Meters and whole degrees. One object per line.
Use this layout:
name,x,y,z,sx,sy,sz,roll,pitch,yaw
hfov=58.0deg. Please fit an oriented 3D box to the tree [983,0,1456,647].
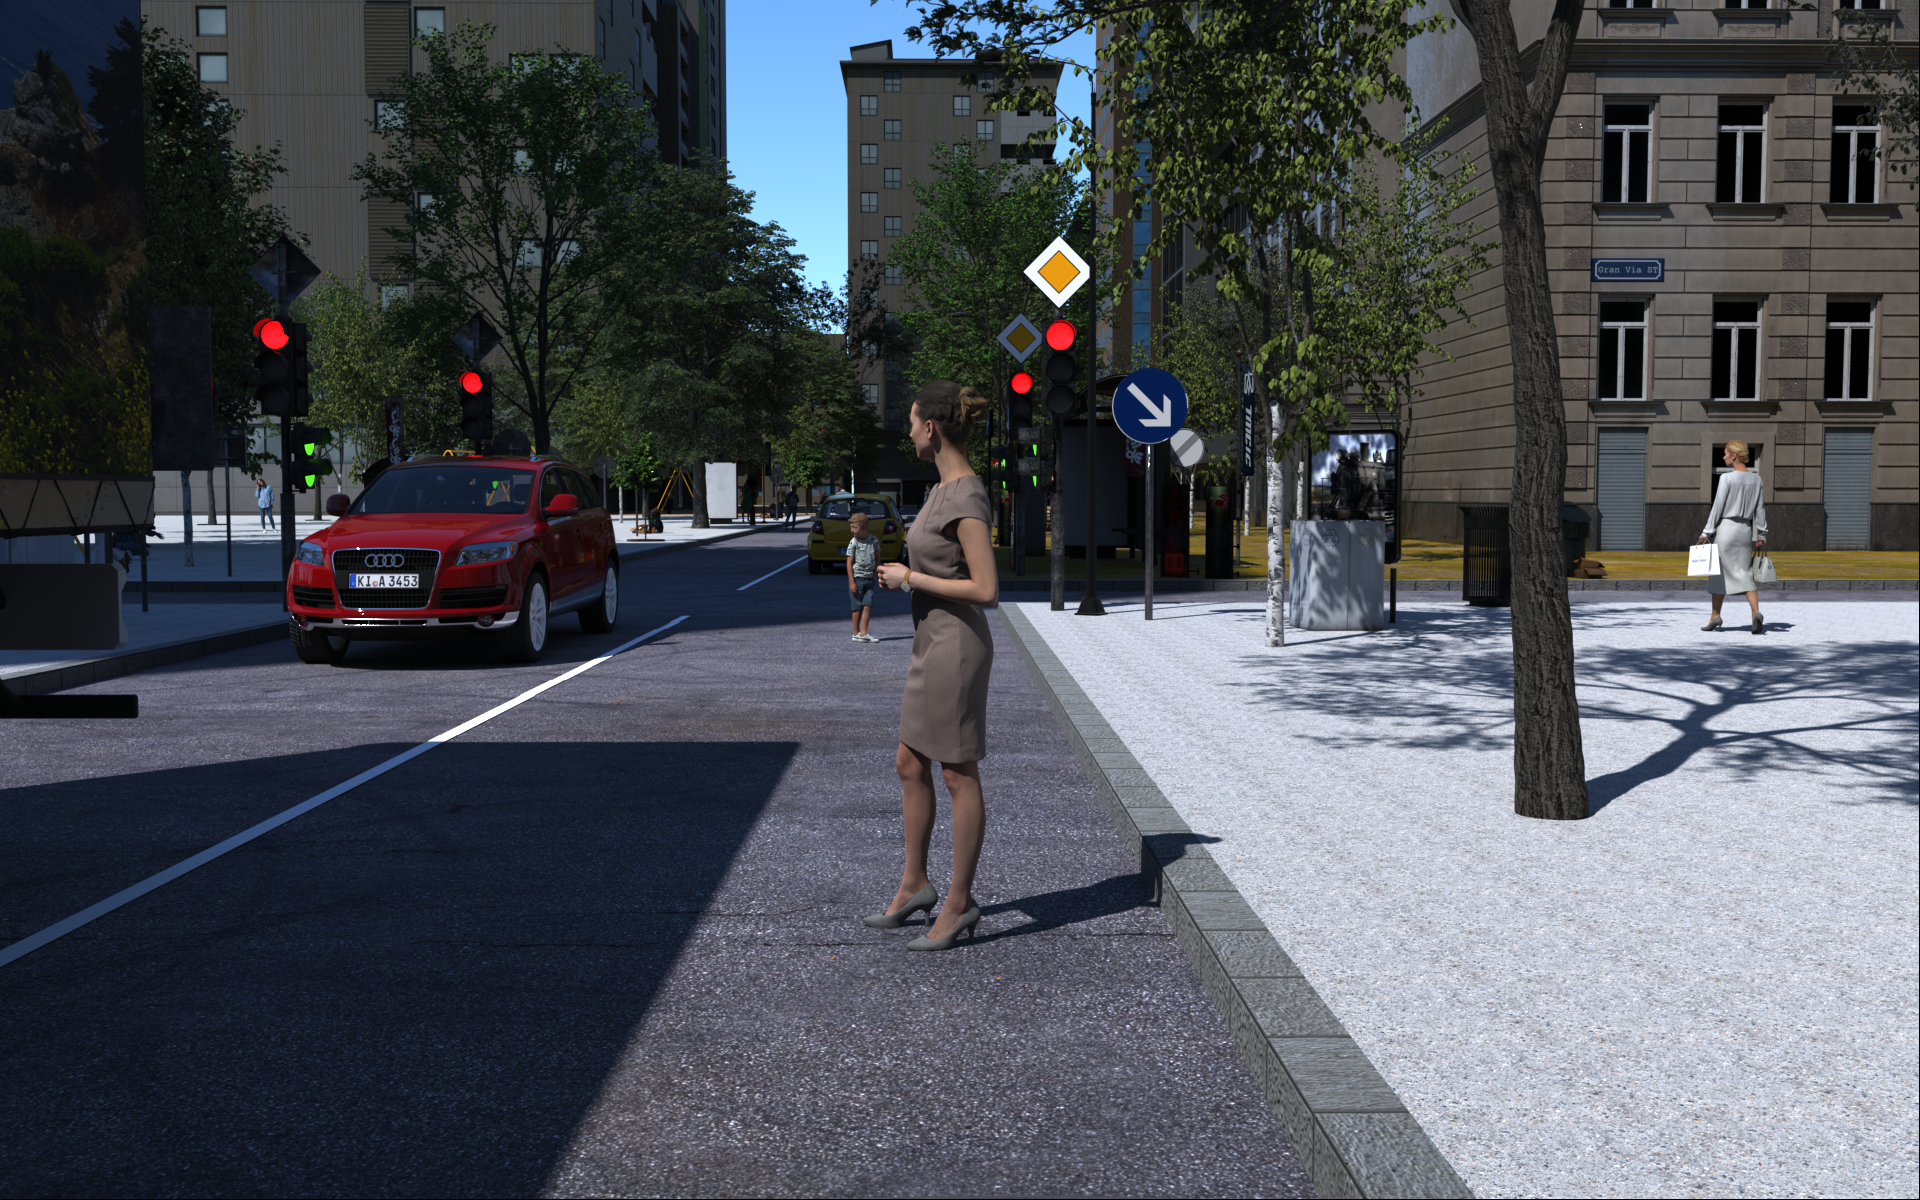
tree,2.429,-3.905,14.209,4.737,8.622,4.395,0,3,0

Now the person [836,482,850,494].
person,-3.688,-2.821,54.812,0.511,1.800,0.466,-1,4,-13

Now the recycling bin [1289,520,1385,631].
recycling bin,3.596,-0.245,16.556,0.722,1.027,0.722,0,4,-7

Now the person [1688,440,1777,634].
person,7.125,-0.584,15.942,0.694,1.780,0.624,0,4,-1

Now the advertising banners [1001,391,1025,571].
advertising banners,0.898,-1.997,28.846,0.090,3.025,2.074,0,4,-5

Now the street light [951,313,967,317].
street light,0.478,-4.400,44.476,1.470,5.913,1.316,0,4,-1

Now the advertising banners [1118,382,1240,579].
advertising banners,3.334,-1.859,26.587,2.074,3.025,0.090,2,4,35

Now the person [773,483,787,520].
person,-8.862,-4.893,85.947,0.836,1.842,0.656,1,4,11

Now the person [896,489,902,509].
person,-4.530,-7.304,128.015,0.705,1.812,1.348,-1,4,-14

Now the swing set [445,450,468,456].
swing set,-17.900,-3.989,62.834,2.862,2.851,3.119,1,4,12

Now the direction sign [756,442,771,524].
direction sign,-8.482,-5.070,74.888,0.379,3.537,0.876,3,4,38

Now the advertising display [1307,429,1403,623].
advertising display,3.968,-0.748,17.447,0.974,1.923,0.123,3,4,37

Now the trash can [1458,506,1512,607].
trash can,6.082,-0.501,19.848,0.748,1.137,0.748,0,3,0

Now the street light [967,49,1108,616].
street light,0.853,-2.795,18.235,1.470,5.913,1.316,0,4,-1

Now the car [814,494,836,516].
car,-6.097,-4.574,84.564,2.009,1.686,4.222,0,4,-1

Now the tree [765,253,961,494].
tree,-8.482,-17.061,134.829,12.611,20.169,13.585,0,3,0

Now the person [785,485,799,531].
person,-6.555,-3.598,67.669,0.623,1.781,0.721,1,4,9

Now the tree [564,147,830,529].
tree,-9.576,-9.630,64.111,9.857,13.997,8.962,0,3,0

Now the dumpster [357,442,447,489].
dumpster,-10.169,-1.814,32.155,1.502,2.255,1.985,0,4,-1

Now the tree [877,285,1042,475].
tree,0.744,-11.187,93.284,12.009,13.543,11.850,0,3,0

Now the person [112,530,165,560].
person,-16.168,-1.357,33.721,1.012,1.151,0.738,1,4,15

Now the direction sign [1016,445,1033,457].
direction sign,2.741,-4.979,73.399,0.876,3.537,0.379,-3,4,-36

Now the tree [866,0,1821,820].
tree,2.415,-4.438,6.967,8.767,10.594,7.601,0,4,4

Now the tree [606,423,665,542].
tree,-8.530,-3.216,47.177,1.663,3.219,1.824,0,3,0

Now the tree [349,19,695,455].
tree,-9.410,-6.895,38.496,9.928,11.665,9.643,0,3,0

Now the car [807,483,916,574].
car,-1.852,-1.356,32.401,2.015,1.641,3.980,0,4,1

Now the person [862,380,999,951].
person,-0.091,0.206,5.465,0.374,1.781,0.599,-1,4,-13

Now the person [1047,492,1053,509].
person,7.890,-8.486,148.013,0.991,1.433,0.599,1,4,22

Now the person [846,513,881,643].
person,-0.925,-0.218,16.747,0.332,1.250,0.352,1,4,14

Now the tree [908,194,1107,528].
tree,1.868,-9.049,66.086,7.486,12.596,7.792,0,3,0

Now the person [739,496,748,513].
person,-14.828,-6.897,119.592,0.721,1.735,1.217,2,4,32

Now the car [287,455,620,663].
car,-4.595,-0.472,16.385,2.281,1.827,5.304,0,4,0

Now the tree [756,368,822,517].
tree,-9.623,-9.025,97.919,4.737,8.622,4.395,0,3,0

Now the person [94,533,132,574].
person,-13.058,-1.260,26.527,0.514,1.842,0.818,3,4,36

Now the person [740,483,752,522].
person,-9.812,-4.476,79.475,0.600,1.795,0.529,-3,4,-37

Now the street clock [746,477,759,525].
street clock,-8.595,-4.107,71.713,0.471,2.002,0.358,1,4,17

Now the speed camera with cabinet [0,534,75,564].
speed camera with cabinet,-9.483,-1.367,16.690,0.660,3.252,2.038,1,4,10

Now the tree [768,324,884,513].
tree,-9.780,-12.104,116.021,7.486,12.596,7.792,0,3,0

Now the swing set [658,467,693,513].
swing set,-16.161,-6.280,100.303,2.862,2.851,3.119,-1,4,-16

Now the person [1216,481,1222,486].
person,10.583,-3.972,71.167,0.466,1.800,0.511,0,4,-6

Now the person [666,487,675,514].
person,-18.556,-6.372,110.940,0.721,1.736,1.217,-2,4,-34

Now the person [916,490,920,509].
person,-4.096,-9.777,168.314,0.705,1.831,1.348,1,4,10

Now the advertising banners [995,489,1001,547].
advertising banners,1.790,-2.776,41.573,2.074,3.025,0.090,2,4,28

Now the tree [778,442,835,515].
tree,-9.266,-7.440,105.351,4.285,4.588,4.351,0,3,0

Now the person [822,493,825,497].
person,-14.010,-10.375,178.894,0.991,1.433,0.599,-1,4,-14

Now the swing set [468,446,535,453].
swing set,-13.886,-3.526,55.269,2.862,2.851,3.119,0,4,-7

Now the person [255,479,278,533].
person,-22.851,-3.104,57.061,0.793,1.790,0.793,-3,5,-42

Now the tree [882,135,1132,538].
tree,1.408,-7.648,50.808,9.928,11.665,9.643,0,3,0

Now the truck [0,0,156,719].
truck,-4.460,-0.771,1.517,2.839,4.237,11.283,0,4,-1

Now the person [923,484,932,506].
person,-1.140,-3.677,68.457,0.661,1.843,0.795,-3,5,-42

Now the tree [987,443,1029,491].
tree,1.652,-3.894,58.272,1.663,3.219,1.824,0,3,0

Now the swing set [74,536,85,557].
swing set,-18.562,-2.234,34.142,2.862,2.851,3.119,-1,4,-18

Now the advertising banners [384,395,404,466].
advertising banners,-9.412,-2.089,30.343,2.074,3.025,0.090,3,4,35
